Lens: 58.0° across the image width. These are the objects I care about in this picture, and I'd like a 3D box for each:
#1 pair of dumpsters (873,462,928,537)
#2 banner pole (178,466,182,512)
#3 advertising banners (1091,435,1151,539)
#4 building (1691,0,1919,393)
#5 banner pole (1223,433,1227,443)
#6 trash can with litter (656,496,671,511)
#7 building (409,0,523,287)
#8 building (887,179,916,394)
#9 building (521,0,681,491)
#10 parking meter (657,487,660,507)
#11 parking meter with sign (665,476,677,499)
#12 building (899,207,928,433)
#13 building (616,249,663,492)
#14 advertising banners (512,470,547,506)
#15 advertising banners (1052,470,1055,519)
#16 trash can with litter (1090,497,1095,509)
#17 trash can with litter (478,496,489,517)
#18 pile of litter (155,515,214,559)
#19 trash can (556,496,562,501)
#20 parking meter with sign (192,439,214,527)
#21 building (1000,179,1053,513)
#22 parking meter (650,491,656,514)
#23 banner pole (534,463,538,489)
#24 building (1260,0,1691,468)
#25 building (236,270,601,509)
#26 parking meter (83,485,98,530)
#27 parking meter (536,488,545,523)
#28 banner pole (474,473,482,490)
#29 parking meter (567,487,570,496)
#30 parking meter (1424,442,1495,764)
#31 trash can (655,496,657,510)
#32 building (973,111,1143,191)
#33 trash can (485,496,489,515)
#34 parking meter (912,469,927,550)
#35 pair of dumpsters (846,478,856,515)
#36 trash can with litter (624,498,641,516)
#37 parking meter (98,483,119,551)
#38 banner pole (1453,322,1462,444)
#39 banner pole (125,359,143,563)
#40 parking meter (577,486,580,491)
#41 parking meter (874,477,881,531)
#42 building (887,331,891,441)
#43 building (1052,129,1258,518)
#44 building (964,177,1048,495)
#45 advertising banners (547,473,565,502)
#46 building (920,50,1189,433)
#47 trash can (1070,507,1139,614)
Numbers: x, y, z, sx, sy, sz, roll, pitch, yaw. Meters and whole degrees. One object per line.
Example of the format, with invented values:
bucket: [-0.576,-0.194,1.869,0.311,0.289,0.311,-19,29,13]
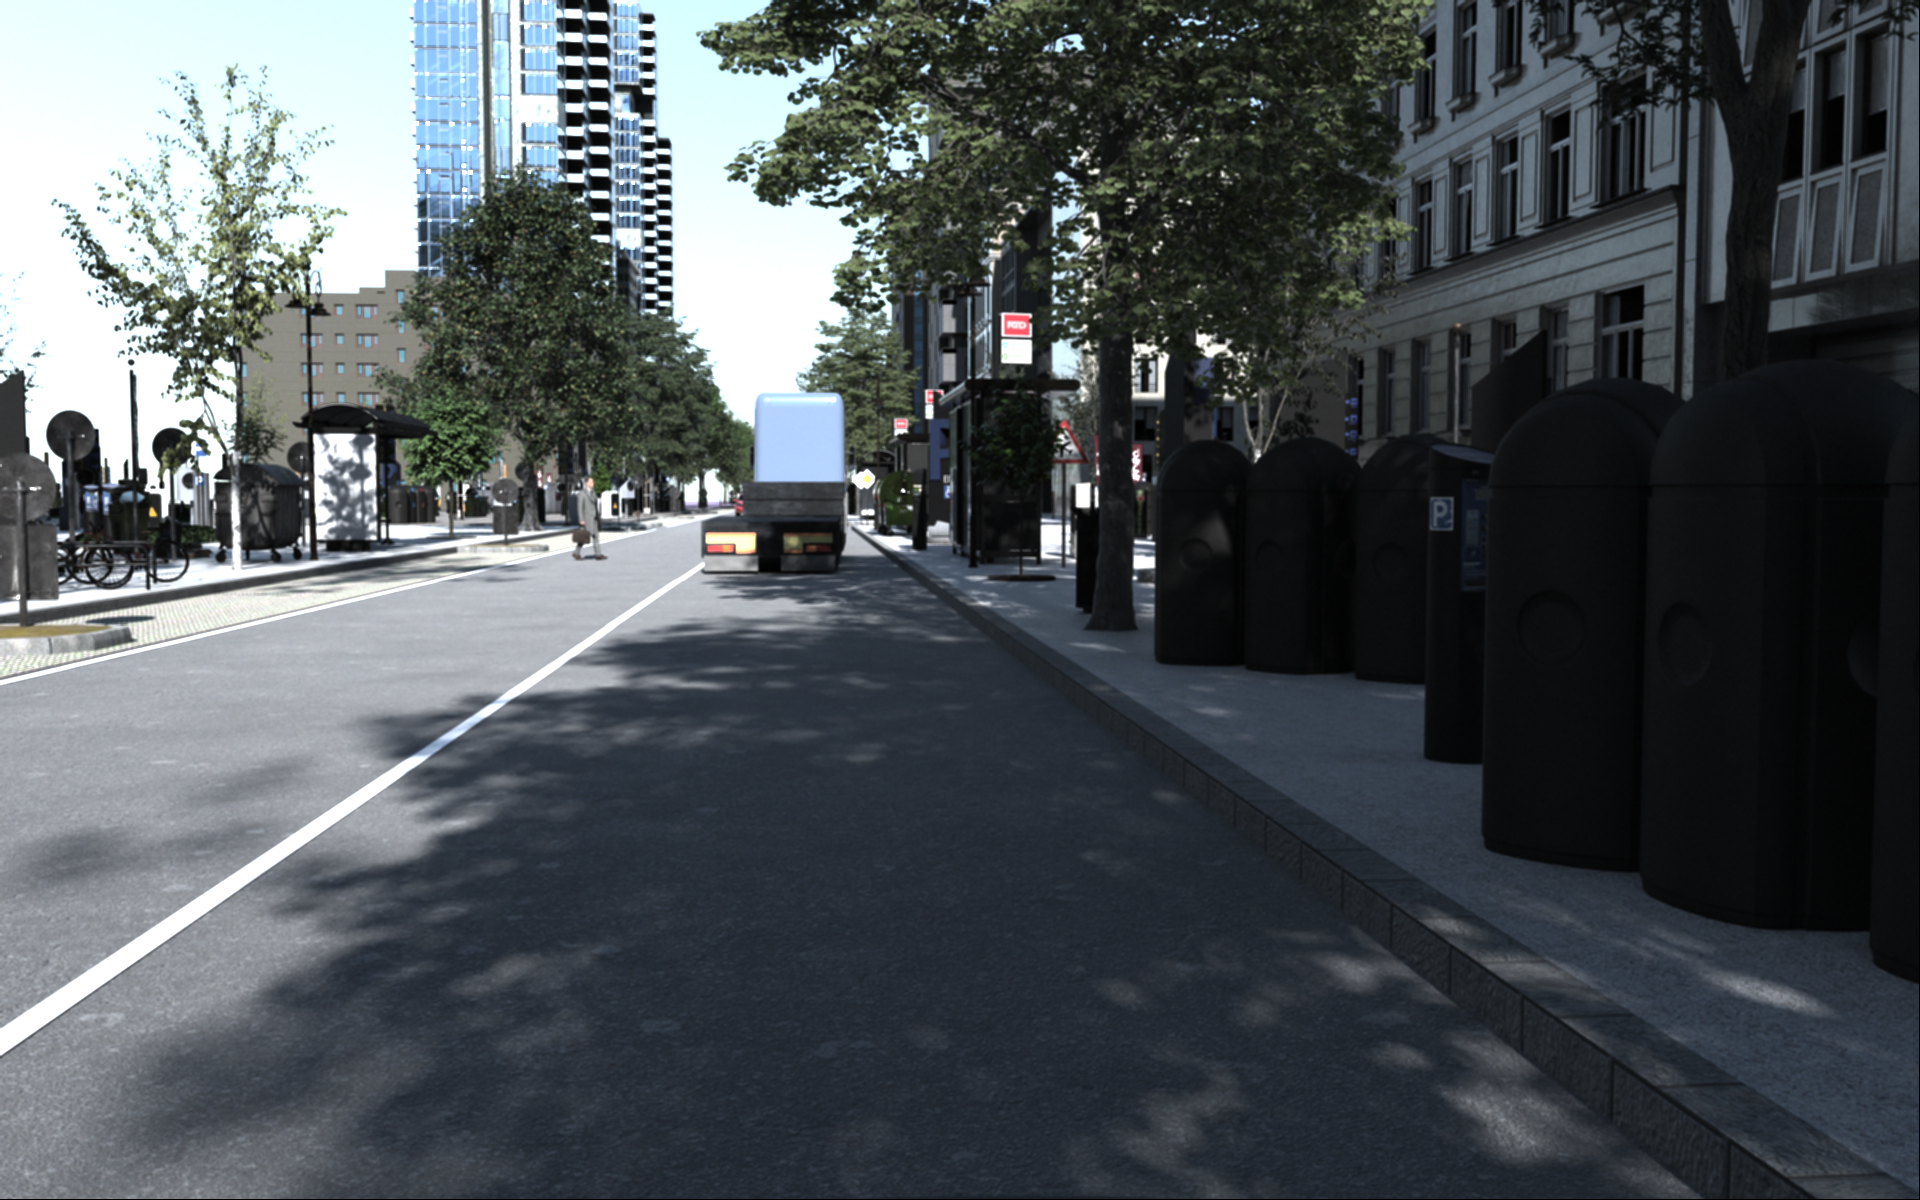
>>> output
pair of dumpsters: [-1.860,-3.159,54.151,1.574,2.255,4.437,0,4,-5]
banner pole: [-40.505,-6.109,89.900,0.401,3.779,0.863,-2,4,-35]
advertising banners: [4.685,-3.313,50.354,2.074,3.025,0.090,3,5,43]
building: [19.263,-12.344,19.848,12.078,24.808,19.932,0,4,-5]
banner pole: [10.761,-4.921,70.473,0.401,3.779,0.863,1,4,10]
trash can with litter: [-21.971,-7.177,128.737,1.055,1.170,0.624,2,4,28]
building: [-48.866,-53.770,191.814,22.319,86.520,31.000,0,4,-5]
building: [2.749,-42.515,284.362,28.713,52.752,27.495,0,4,-5]
building: [-56.836,-59.306,282.316,22.319,86.520,31.000,0,4,-5]
parking meter: [-25.722,-8.709,148.096,0.255,1.863,0.399,0,4,1]
parking meter with sign: [-25.284,-9.434,150.501,1.738,3.016,0.543,-2,4,-33]
building: [-2.038,-37.503,263.277,14.600,45.320,14.200,0,4,-5]
building: [-60.467,-34.432,254.843,32.217,40.220,23.993,0,4,-5]
advertising banners: [-26.291,-6.662,105.113,2.074,3.025,0.090,0,4,0]
advertising banners: [4.804,-5.675,88.968,0.090,3.025,2.074,0,3,0]
trash can with litter: [6.188,-4.097,78.366,1.055,1.170,0.624,2,4,29]
trash can with litter: [-26.884,-5.266,97.489,0.624,1.170,1.055,0,4,-7]
pile of litter: [-15.751,-1.296,35.161,1.176,0.858,1.719,0,3,0]
trash can: [-28.656,-6.827,123.276,0.748,1.137,0.748,0,3,0]
parking meter with sign: [-24.512,-3.655,56.027,0.543,3.016,1.738,-1,4,-16]
building: [11.305,-18.347,119.042,14.314,24.678,30.058,0,4,-5]
parking meter: [-19.714,-6.212,109.970,0.372,1.533,0.369,0,3,0]
banner pole: [-19.738,-5.518,80.236,0.863,3.779,0.401,2,4,33]
building: [18.635,-12.950,45.014,16.112,22.955,30.059,0,4,-5]
building: [-49.385,-19.486,163.640,27.650,21.520,28.899,0,4,-5]
parking meter: [-23.250,-2.323,46.391,0.372,1.533,0.369,0,3,0]
parking meter: [-18.836,-4.247,77.849,0.372,1.533,0.369,0,3,0]
banner pole: [-35.644,-8.431,127.860,0.863,3.779,0.401,-3,4,-37]
parking meter: [-32.314,-8.369,142.544,0.399,1.863,0.255,3,5,45]
parking meter: [2.443,0.003,8.357,0.372,1.533,0.369,0,3,0]
trash can: [-20.545,-6.344,115.373,0.748,1.137,0.748,0,3,0]
building: [14.402,-29.819,179.426,32.217,40.220,23.993,0,4,-5]
trash can: [-29.157,-5.761,105.852,0.748,1.137,0.748,0,3,0]
parking meter: [-0.926,-2.079,39.711,0.255,1.863,0.399,1,4,15]
pair of dumpsters: [-6.534,-6.518,109.069,1.574,2.255,4.437,0,4,-5]
trash can with litter: [-19.185,-5.514,101.549,1.055,1.170,0.624,0,4,-7]
parking meter: [-19.265,-1.890,39.316,0.372,1.533,0.369,0,3,0]
banner pole: [7.174,-2.146,25.105,0.401,3.779,0.863,1,4,18]
banner pole: [-15.212,-2.566,31.967,0.401,3.779,0.863,-2,4,-33]
parking meter: [-28.930,-7.708,131.743,0.399,1.863,0.255,-3,5,-45]
parking meter: [-2.804,-3.371,60.820,0.399,1.863,0.255,-1,4,-14]
building: [-6.010,-32.641,305.376,14.160,30.474,14.107,0,4,-5]
building: [14.120,-14.666,94.539,16.860,20.320,10.420,0,4,-5]
building: [7.719,-21.892,143.838,13.634,28.700,20.117,0,4,-5]
advertising banners: [-33.284,-8.995,143.258,2.074,3.025,0.090,1,4,15]
building: [10.514,-37.636,204.590,28.713,52.752,27.495,0,4,-5]
trash can: [1.554,-0.430,18.683,0.748,1.137,0.748,0,3,0]
